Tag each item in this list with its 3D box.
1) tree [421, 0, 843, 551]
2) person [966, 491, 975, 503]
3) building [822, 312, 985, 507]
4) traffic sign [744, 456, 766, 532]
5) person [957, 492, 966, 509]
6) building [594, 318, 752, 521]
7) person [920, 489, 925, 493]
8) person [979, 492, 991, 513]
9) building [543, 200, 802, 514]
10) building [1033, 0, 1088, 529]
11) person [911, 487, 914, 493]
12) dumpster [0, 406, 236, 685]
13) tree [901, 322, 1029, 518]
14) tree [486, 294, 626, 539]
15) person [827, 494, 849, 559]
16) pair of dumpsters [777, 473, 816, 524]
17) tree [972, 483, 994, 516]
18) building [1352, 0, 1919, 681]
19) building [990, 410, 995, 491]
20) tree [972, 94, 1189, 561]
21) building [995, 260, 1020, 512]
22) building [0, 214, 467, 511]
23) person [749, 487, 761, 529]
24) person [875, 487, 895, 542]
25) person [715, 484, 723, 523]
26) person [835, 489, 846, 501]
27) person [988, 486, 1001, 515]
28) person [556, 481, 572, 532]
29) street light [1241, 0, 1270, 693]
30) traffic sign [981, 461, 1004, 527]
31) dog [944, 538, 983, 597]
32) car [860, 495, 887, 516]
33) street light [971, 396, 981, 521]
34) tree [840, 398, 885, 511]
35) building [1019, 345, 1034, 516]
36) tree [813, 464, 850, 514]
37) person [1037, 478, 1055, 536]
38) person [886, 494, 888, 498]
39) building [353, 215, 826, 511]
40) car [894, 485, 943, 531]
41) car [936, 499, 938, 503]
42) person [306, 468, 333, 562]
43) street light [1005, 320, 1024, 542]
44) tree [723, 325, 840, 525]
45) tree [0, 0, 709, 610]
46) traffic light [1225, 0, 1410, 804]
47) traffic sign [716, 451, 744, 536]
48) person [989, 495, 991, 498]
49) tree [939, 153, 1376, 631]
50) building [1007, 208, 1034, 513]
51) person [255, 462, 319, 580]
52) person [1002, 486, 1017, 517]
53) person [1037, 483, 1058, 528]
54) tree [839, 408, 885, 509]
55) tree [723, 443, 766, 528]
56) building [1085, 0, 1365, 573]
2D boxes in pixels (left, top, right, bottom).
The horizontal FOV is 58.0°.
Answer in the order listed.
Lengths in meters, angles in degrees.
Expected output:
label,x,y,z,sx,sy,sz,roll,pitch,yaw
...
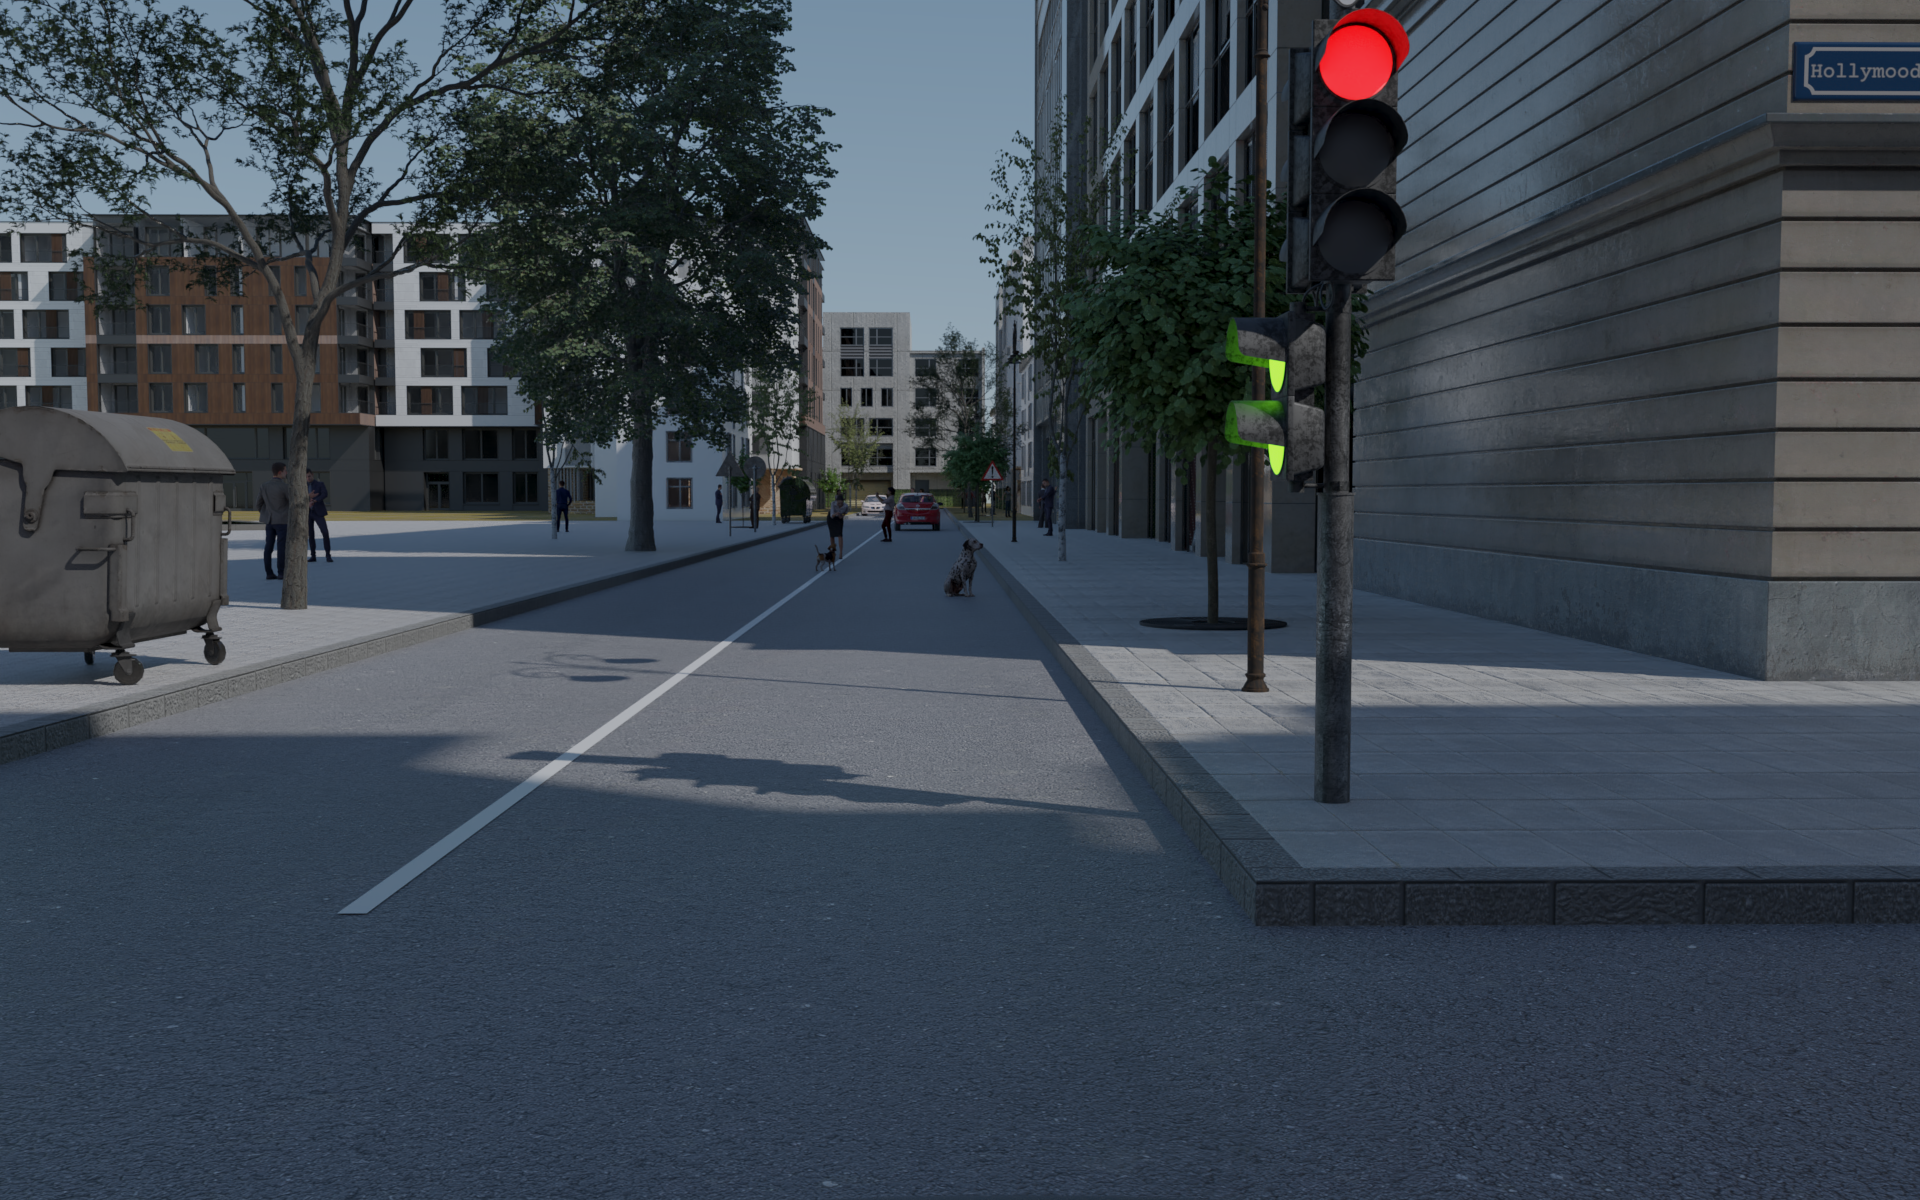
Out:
label,x,y,z,sx,sy,sz,roll,pitch,yaw
tree,-7.239,-8.082,38.797,9.857,13.997,8.962,0,3,0
person,0.712,-6.679,115.208,0.705,1.831,1.348,-2,4,-28
building,-13.435,-18.981,176.790,31.486,18.905,16.747,0,4,-1
traffic sign,-6.881,-3.548,58.110,0.768,2.556,0.104,0,4,6
person,0.264,-8.983,152.921,0.705,1.823,1.348,3,5,44
building,-16.011,-9.447,96.607,9.099,9.664,28.070,0,4,-1
person,-2.297,-5.657,101.668,0.721,1.739,1.217,0,4,-3
person,1.668,-6.865,118.995,1.217,1.735,0.721,1,4,13
building,-18.782,-15.884,116.131,16.016,20.091,11.380,0,4,-1
building,9.673,-15.566,72.534,12.078,24.808,19.932,0,4,-1
person,-2.359,-4.676,85.490,0.617,1.759,0.750,1,4,12
dumpster,-6.094,-0.397,12.248,1.264,1.857,1.865,0,4,-1
tree,0.243,-9.774,94.224,7.601,10.594,8.767,0,4,1
tree,-11.381,-6.036,49.046,4.360,8.622,3.978,0,3,0
person,-2.687,-1.605,37.929,0.799,1.438,0.628,3,5,45
pair of dumpsters,-7.284,-4.563,77.105,1.574,2.255,4.436,0,4,-1
tree,1.434,-6.494,100.780,1.663,3.219,1.824,0,3,0
building,22.359,-12.076,16.520,34.723,24.649,14.460,0,4,-1
building,17.040,-14.229,174.786,28.070,9.664,9.099,0,4,-1
tree,2.181,-5.058,33.063,4.737,8.622,4.395,0,3,0
building,11.801,-16.717,139.777,16.747,18.905,31.486,0,4,-1
building,-60.549,-18.140,140.557,32.646,21.610,27.936,0,4,-1
person,-7.614,-3.427,64.340,0.388,1.546,0.482,-3,5,-41
person,-2.234,-2.565,51.890,0.566,1.644,0.517,3,4,38
person,-10.592,-4.232,76.152,0.530,1.710,0.541,2,4,25
person,-5.354,-4.148,77.784,0.517,1.644,0.566,0,4,-4
person,2.065,-6.163,106.820,0.705,1.822,1.348,2,4,33
person,-13.421,-3.164,58.471,0.576,1.737,0.504,-2,4,-26
street light,1.922,-2.343,11.092,0.468,5.910,1.993,0,4,-1
traffic sign,1.264,-4.127,67.481,0.884,2.594,0.081,0,4,2
dog,0.017,-0.462,24.388,0.513,0.831,0.800,-1,4,-8
car,-5.514,-6.242,114.410,2.083,1.381,4.827,0,4,-1
street light,0.767,-6.651,81.528,0.468,5.910,1.993,0,4,-1
tree,-8.204,-11.160,132.827,4.737,8.622,4.395,0,3,0
building,8.567,-9.523,97.852,9.099,9.664,28.070,0,4,-1
tree,-8.504,-7.487,117.006,1.663,3.219,1.824,0,3,0
person,2.625,-2.853,53.130,0.568,1.767,0.683,-1,4,-20
person,-5.236,-6.934,125.124,0.557,1.426,1.065,1,4,22
building,-27.905,-18.161,140.902,32.646,21.610,27.936,0,4,-1
car,-1.726,-3.664,68.950,2.155,1.783,4.494,0,4,-3
car,-2.910,-8.584,152.925,1.945,1.354,3.894,0,4,-2
person,-12.139,-1.595,32.564,0.683,1.767,0.568,0,4,-4
street light,1.452,-4.487,46.149,0.468,5.910,1.993,0,4,-1
tree,-7.661,-7.378,70.998,4.737,8.622,4.395,0,3,0
tree,-7.262,-5.154,18.684,8.767,10.594,7.601,-2,4,-32
traffic light,1.537,-1.094,7.130,0.839,4.213,0.868,0,4,-1
traffic sign,-6.964,-3.207,52.431,0.884,2.594,0.081,0,4,4
person,2.559,-8.051,137.759,0.705,1.814,1.350,1,4,17
tree,2.522,-2.030,16.908,4.285,4.588,4.351,0,3,0
building,11.317,-16.019,118.336,16.016,20.091,11.380,0,4,-1
person,-10.117,-1.192,26.062,0.617,1.759,0.750,2,4,34
person,2.690,-5.397,95.009,0.721,1.735,1.217,3,5,42
person,3.319,-3.593,65.596,0.742,1.727,0.445,0,4,-8
tree,-8.772,-12.190,149.669,4.360,8.622,3.978,0,3,0
tree,-8.141,-4.363,65.931,1.663,3.219,1.824,0,3,0
building,14.360,-14.668,44.340,19.350,26.468,34.151,0,4,-1
